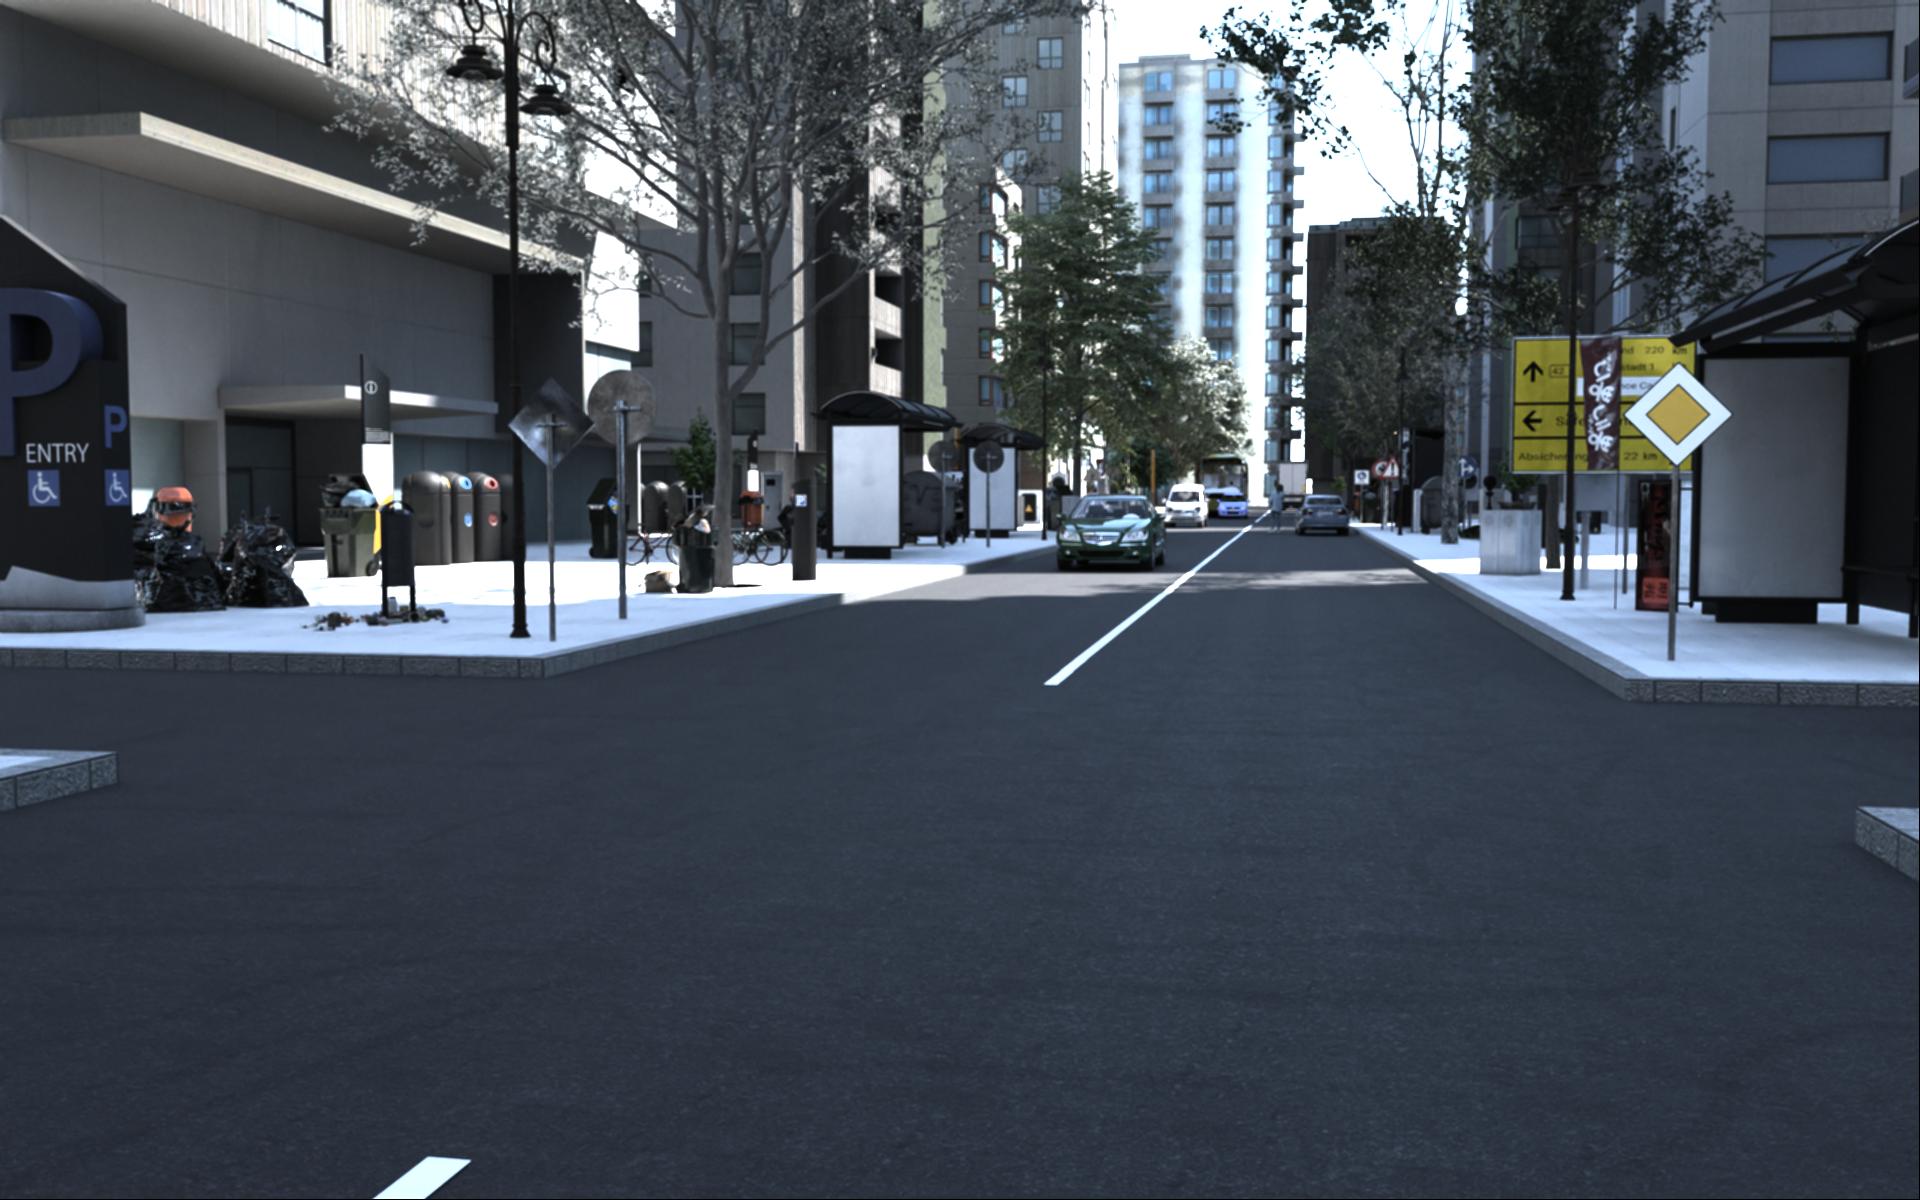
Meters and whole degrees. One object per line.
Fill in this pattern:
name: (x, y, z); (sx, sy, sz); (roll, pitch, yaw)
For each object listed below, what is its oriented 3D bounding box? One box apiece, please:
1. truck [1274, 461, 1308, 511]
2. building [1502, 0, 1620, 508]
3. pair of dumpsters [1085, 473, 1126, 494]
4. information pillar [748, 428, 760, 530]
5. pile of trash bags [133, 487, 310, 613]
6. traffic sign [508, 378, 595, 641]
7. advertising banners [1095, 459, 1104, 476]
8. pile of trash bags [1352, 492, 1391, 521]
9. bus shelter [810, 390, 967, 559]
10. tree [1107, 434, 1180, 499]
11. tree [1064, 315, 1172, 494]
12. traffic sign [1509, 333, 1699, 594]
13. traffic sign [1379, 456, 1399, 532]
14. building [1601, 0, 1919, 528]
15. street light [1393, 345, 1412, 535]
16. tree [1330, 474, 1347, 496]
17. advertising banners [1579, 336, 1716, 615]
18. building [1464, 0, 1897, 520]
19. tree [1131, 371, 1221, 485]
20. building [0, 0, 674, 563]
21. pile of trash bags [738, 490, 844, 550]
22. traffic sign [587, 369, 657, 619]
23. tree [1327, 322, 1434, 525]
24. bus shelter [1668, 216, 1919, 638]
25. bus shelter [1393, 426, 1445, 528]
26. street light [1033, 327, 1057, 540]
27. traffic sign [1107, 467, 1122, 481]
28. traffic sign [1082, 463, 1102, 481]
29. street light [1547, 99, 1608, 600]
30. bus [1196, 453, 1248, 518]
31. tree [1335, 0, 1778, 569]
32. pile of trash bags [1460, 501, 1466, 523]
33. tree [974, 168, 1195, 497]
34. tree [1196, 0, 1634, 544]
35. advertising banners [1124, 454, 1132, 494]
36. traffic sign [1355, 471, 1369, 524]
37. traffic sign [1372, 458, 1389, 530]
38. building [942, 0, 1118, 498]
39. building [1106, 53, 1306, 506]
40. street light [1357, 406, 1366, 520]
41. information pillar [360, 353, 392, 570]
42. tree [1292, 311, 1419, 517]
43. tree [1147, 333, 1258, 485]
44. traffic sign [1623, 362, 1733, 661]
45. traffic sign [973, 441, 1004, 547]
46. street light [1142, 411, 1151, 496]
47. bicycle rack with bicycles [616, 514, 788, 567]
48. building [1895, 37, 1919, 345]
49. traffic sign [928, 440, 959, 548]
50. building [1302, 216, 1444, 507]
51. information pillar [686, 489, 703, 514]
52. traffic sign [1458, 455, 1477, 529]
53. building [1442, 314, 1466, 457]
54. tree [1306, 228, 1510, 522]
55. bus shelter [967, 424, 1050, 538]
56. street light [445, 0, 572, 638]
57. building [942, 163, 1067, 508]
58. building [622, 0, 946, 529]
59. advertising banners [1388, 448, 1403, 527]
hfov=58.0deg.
truck: (28.879, -9.911, 150.960); (2.839, 4.237, 11.283); (1, 4, 10)
building: (35.955, -19.563, 91.556); (14.160, 30.474, 14.107); (1, 4, 11)
pair of dumpsters: (6.568, -4.647, 78.469); (1.574, 2.255, 4.437); (1, 4, 11)
information pillar: (-7.353, -4.293, 61.551); (0.183, 3.616, 0.504); (2, 4, 31)
pile of trash bags: (-8.999, -0.650, 20.387); (1.912, 1.369, 3.447); (-2, 4, -35)
traffic sign: (-3.547, -0.697, 15.031); (0.795, 2.450, 0.064); (1, 4, 11)
advertising banners: (7.527, -5.435, 85.046); (2.074, 3.025, 0.090); (3, 4, 36)
pile of trash bags: (19.949, -4.486, 83.098); (1.912, 1.369, 3.447); (-2, 4, -23)
bus shelter: (-1.413, -2.605, 36.513); (2.014, 3.302, 5.546); (1, 4, 11)
tree: (10.371, -6.797, 94.843); (4.285, 4.588, 4.351); (0, 3, 0)
tree: (6.052, -7.237, 68.694); (4.737, 8.622, 4.395); (0, 3, 0)
traffic sign: (8.231, -1.734, 22.227); (2.265, 3.308, 0.079); (1, 4, 12)
traffic sign: (14.561, -3.566, 58.316); (0.884, 2.594, 0.081); (1, 4, 20)
building: (35.934, -31.931, 64.078); (21.231, 58.520, 28.212); (1, 4, 11)
street light: (13.719, -4.956, 53.815); (0.468, 5.910, 1.993); (1, 4, 11)
tree: (35.724, -10.260, 162.359); (1.663, 3.219, 1.824); (0, 3, 0)
advertising banners: (7.626, -1.384, 18.809); (0.090, 3.025, 2.074); (-3, 4, -38)
building: (43.779, -34.820, 111.304); (21.231, 58.520, 28.212); (1, 4, 11)
tree: (15.083, -11.446, 121.555); (7.601, 10.594, 8.767); (1, 4, 21)
building: (-23.034, -27.507, 38.984); (28.713, 52.752, 27.495); (1, 4, 11)
pile of trash bags: (-3.799, -1.924, 41.213); (3.447, 1.369, 1.912); (2, 4, 27)
traffic sign: (-3.467, -1.078, 17.736); (0.768, 2.556, 0.104); (1, 4, 12)
tree: (17.334, -7.394, 71.256); (4.360, 8.622, 3.978); (0, 3, 0)
bus shelter: (7.626, -1.269, 14.676); (2.014, 3.302, 5.546); (1, 4, 11)
bus shelter: (16.655, -4.350, 62.404); (1.731, 3.624, 6.357); (1, 4, 11)
street light: (2.351, -4.611, 48.172); (0.468, 5.910, 1.993); (1, 4, 11)
traffic sign: (7.189, -4.948, 81.009); (0.768, 2.556, 0.104); (1, 4, 17)
traffic sign: (5.547, -4.450, 72.760); (0.884, 2.594, 0.081); (1, 4, 19)
street light: (7.365, -2.938, 20.816); (0.468, 5.910, 1.993); (1, 4, 11)
bus: (16.614, -7.154, 108.518); (2.896, 3.916, 12.252); (1, 4, 11)
tree: (9.850, -5.806, 29.337); (7.601, 10.594, 8.767); (-1, 4, -16)
pile of trash bags: (21.768, -4.155, 77.692); (1.912, 1.369, 3.447); (0, 4, -3)
tree: (4.287, -8.701, 60.396); (7.486, 12.596, 7.792); (0, 3, 0)
tree: (11.261, -11.489, 43.728); (12.611, 20.169, 13.585); (0, 3, 0)
advertising banners: (7.145, -4.765, 74.094); (0.090, 3.025, 2.074); (1, 4, 10)
traffic sign: (17.169, -4.398, 74.043); (0.606, 2.300, 0.079); (1, 4, 15)
traffic sign: (15.088, -3.775, 61.827); (0.768, 2.556, 0.104); (1, 4, 12)
building: (-1.054, -34.021, 145.486); (27.495, 52.752, 28.713); (1, 4, 11)
building: (22.491, -34.970, 191.359); (30.456, 49.044, 23.786); (1, 4, 11)
street light: (20.008, -6.963, 86.633); (0.468, 5.910, 1.993); (1, 4, 11)
information pillar: (-9.790, -2.305, 29.040); (0.183, 3.616, 0.504); (3, 5, 45)
tree: (22.409, -10.539, 98.069); (9.928, 11.665, 9.643); (0, 3, 0)
tree: (18.777, -14.029, 136.034); (9.857, 13.997, 8.962); (0, 3, 0)
traffic sign: (5.481, -0.590, 13.290); (0.795, 2.450, 0.064); (1, 4, 11)
traffic sign: (0.678, -2.538, 41.603); (0.768, 2.556, 0.104); (1, 4, 16)
street light: (8.659, -6.618, 80.987); (0.468, 5.910, 1.993); (1, 4, 11)
bicycle rack with bicycles: (-4.342, -1.091, 31.218); (2.925, 0.926, 2.852); (2, 4, 25)
building: (23.877, -22.903, 24.571); (14.200, 45.320, 14.600); (1, 4, 11)
traffic sign: (-0.401, -2.506, 41.080); (0.768, 2.556, 0.104); (1, 4, 12)
building: (43.462, -25.154, 182.974); (14.107, 30.474, 14.160); (1, 4, 11)
information pillar: (-6.808, -2.442, 44.422); (0.304, 2.012, 0.304); (3, 5, 39)
traffic sign: (16.664, -3.494, 57.234); (0.768, 2.556, 0.104); (1, 4, 18)
building: (65.665, -20.785, 184.874); (28.899, 21.520, 27.650); (1, 4, 11)
tree: (19.501, -10.294, 78.671); (12.009, 13.543, 11.850); (0, 3, 0)
bus shelter: (1.357, -3.599, 52.774); (2.014, 3.302, 5.546); (1, 4, 11)
street light: (-3.945, -2.603, 15.355); (0.468, 5.910, 1.993); (1, 4, 11)
building: (-8.985, -16.047, 107.416); (27.650, 21.520, 28.899); (1, 4, 11)
building: (-8.778, -18.202, 69.312); (14.160, 30.474, 14.107); (1, 4, 11)
advertising banners: (17.022, -4.343, 67.197); (0.090, 3.025, 2.074); (3, 4, 38)
